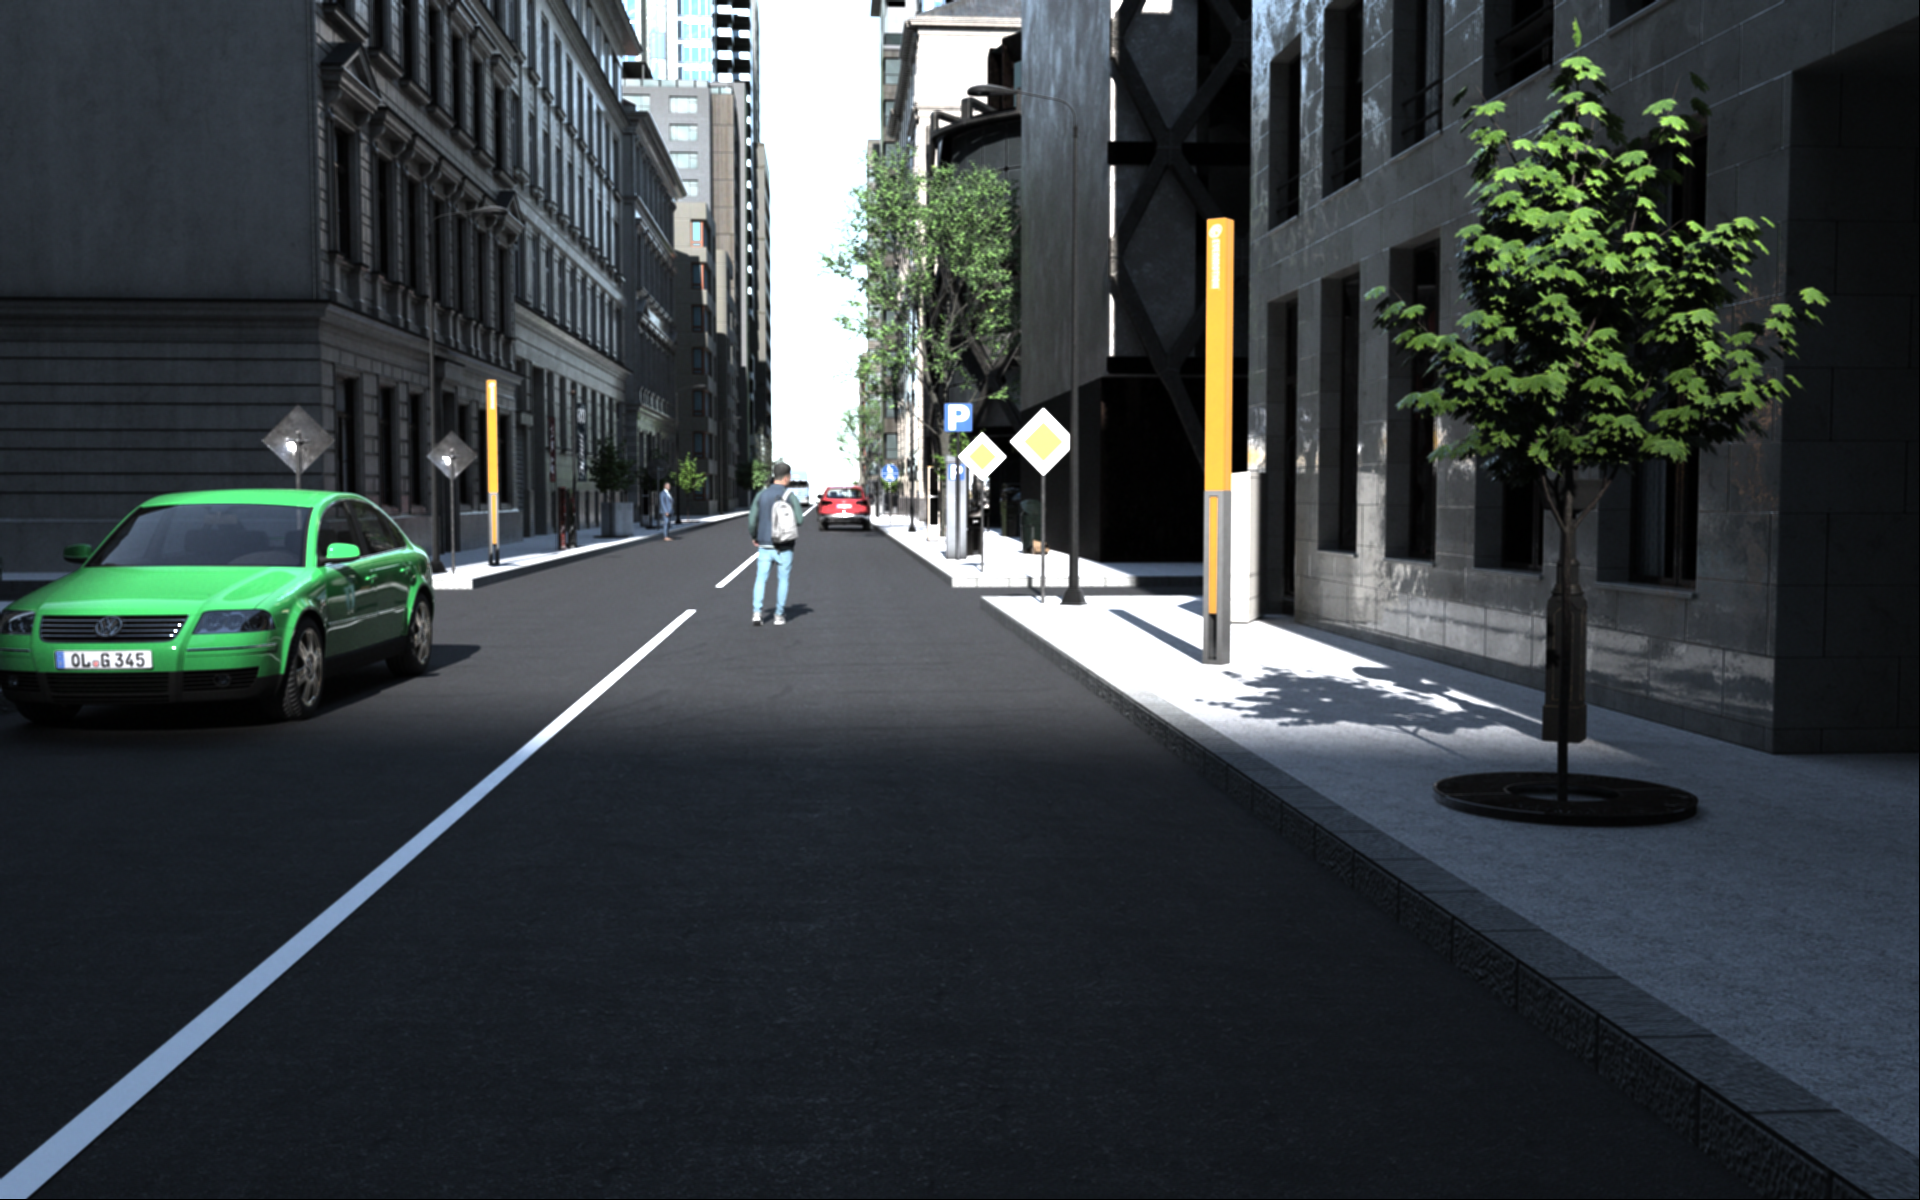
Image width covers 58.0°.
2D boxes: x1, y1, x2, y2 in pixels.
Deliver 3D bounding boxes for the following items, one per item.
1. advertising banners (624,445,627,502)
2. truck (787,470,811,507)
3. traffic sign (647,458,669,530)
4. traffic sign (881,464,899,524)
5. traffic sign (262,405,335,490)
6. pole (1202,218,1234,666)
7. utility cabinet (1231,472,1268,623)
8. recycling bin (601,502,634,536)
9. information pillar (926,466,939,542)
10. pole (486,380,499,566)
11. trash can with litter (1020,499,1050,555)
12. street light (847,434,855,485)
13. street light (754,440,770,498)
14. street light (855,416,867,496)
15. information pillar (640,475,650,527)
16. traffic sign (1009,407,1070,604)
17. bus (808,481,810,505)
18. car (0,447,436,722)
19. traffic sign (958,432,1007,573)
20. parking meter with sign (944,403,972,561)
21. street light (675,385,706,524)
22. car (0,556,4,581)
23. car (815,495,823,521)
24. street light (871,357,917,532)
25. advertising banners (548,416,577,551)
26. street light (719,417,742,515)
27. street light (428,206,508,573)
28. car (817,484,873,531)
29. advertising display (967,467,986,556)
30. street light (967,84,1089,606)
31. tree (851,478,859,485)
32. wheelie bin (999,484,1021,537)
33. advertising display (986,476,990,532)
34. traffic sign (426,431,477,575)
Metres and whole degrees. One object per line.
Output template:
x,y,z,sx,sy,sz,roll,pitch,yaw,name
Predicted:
-10.651,-3.609,55.193,0.090,3.025,2.074,-1,4,-10,advertising banners
-18.641,-12.791,198.884,2.967,4.110,18.799,0,4,-5,truck
-10.754,-3.765,61.667,0.768,2.556,0.104,0,4,-1,traffic sign
-2.945,-4.463,73.073,0.768,2.556,0.104,0,4,4,traffic sign
-7.456,-0.973,19.552,0.795,2.450,0.064,0,4,-4,traffic sign
1.933,-1.169,12.951,0.158,3.312,0.155,0,3,0,pole
2.871,-0.544,17.571,0.318,1.500,1.173,1,4,19,utility cabinet
-10.411,-2.449,52.601,0.722,1.027,0.722,3,5,42,recycling bin
-0.719,-2.538,45.996,0.304,2.012,0.304,-1,4,-12,information pillar
-8.389,-2.277,31.077,0.158,3.312,0.155,0,3,0,pole
1.669,-1.558,36.855,0.624,1.170,1.055,-1,4,-16,trash can with litter
-7.822,-9.903,134.458,1.470,5.913,1.316,0,4,-4,street light
-17.194,-10.823,149.493,1.470,5.913,1.316,0,4,-4,street light
-5.338,-7.950,102.516,1.470,5.913,1.316,0,4,-4,street light
-12.391,-3.886,68.035,0.304,2.012,0.304,-2,4,-27,information pillar
0.965,-1.011,20.170,0.795,2.450,0.064,0,4,-4,traffic sign
-20.371,-13.739,219.484,2.948,3.499,13.247,0,4,-4,bus
-5.068,-0.215,12.316,1.959,1.807,4.718,0,4,-3,car
0.360,-1.498,28.132,0.795,2.450,0.064,0,4,-4,traffic sign
-0.054,-2.317,34.138,0.543,3.016,1.738,0,4,-1,parking meter with sign
-11.480,-6.191,73.759,1.470,5.913,1.316,0,4,-4,street light
-15.792,-0.732,23.760,4.920,1.459,2.131,0,4,-4,car
-6.797,-5.090,93.014,2.009,1.686,4.222,0,4,-3,car
-2.145,-5.219,57.868,1.470,5.913,1.316,0,4,-4,street light
-9.132,-2.663,39.722,0.090,3.025,2.074,0,4,3,advertising banners
-13.826,-8.057,104.265,1.470,5.913,1.316,0,4,-4,street light
-7.998,-3.397,28.085,1.470,5.913,1.316,0,4,-4,street light
-4.602,-3.707,69.286,2.281,1.827,5.304,0,4,-3,car
0.279,-1.886,36.047,0.123,1.923,0.974,1,4,19,advertising display
0.777,-2.893,19.848,1.470,5.913,1.316,0,4,-4,street light
-12.416,-12.894,205.412,1.663,3.219,1.824,0,3,0,tree
1.607,-2.697,52.002,0.980,1.594,0.693,1,4,21,wheelie bin
0.531,-3.213,57.743,0.974,1.923,0.123,-1,4,-16,advertising display
-8.062,-1.460,27.514,0.795,2.450,0.064,0,4,-4,traffic sign
